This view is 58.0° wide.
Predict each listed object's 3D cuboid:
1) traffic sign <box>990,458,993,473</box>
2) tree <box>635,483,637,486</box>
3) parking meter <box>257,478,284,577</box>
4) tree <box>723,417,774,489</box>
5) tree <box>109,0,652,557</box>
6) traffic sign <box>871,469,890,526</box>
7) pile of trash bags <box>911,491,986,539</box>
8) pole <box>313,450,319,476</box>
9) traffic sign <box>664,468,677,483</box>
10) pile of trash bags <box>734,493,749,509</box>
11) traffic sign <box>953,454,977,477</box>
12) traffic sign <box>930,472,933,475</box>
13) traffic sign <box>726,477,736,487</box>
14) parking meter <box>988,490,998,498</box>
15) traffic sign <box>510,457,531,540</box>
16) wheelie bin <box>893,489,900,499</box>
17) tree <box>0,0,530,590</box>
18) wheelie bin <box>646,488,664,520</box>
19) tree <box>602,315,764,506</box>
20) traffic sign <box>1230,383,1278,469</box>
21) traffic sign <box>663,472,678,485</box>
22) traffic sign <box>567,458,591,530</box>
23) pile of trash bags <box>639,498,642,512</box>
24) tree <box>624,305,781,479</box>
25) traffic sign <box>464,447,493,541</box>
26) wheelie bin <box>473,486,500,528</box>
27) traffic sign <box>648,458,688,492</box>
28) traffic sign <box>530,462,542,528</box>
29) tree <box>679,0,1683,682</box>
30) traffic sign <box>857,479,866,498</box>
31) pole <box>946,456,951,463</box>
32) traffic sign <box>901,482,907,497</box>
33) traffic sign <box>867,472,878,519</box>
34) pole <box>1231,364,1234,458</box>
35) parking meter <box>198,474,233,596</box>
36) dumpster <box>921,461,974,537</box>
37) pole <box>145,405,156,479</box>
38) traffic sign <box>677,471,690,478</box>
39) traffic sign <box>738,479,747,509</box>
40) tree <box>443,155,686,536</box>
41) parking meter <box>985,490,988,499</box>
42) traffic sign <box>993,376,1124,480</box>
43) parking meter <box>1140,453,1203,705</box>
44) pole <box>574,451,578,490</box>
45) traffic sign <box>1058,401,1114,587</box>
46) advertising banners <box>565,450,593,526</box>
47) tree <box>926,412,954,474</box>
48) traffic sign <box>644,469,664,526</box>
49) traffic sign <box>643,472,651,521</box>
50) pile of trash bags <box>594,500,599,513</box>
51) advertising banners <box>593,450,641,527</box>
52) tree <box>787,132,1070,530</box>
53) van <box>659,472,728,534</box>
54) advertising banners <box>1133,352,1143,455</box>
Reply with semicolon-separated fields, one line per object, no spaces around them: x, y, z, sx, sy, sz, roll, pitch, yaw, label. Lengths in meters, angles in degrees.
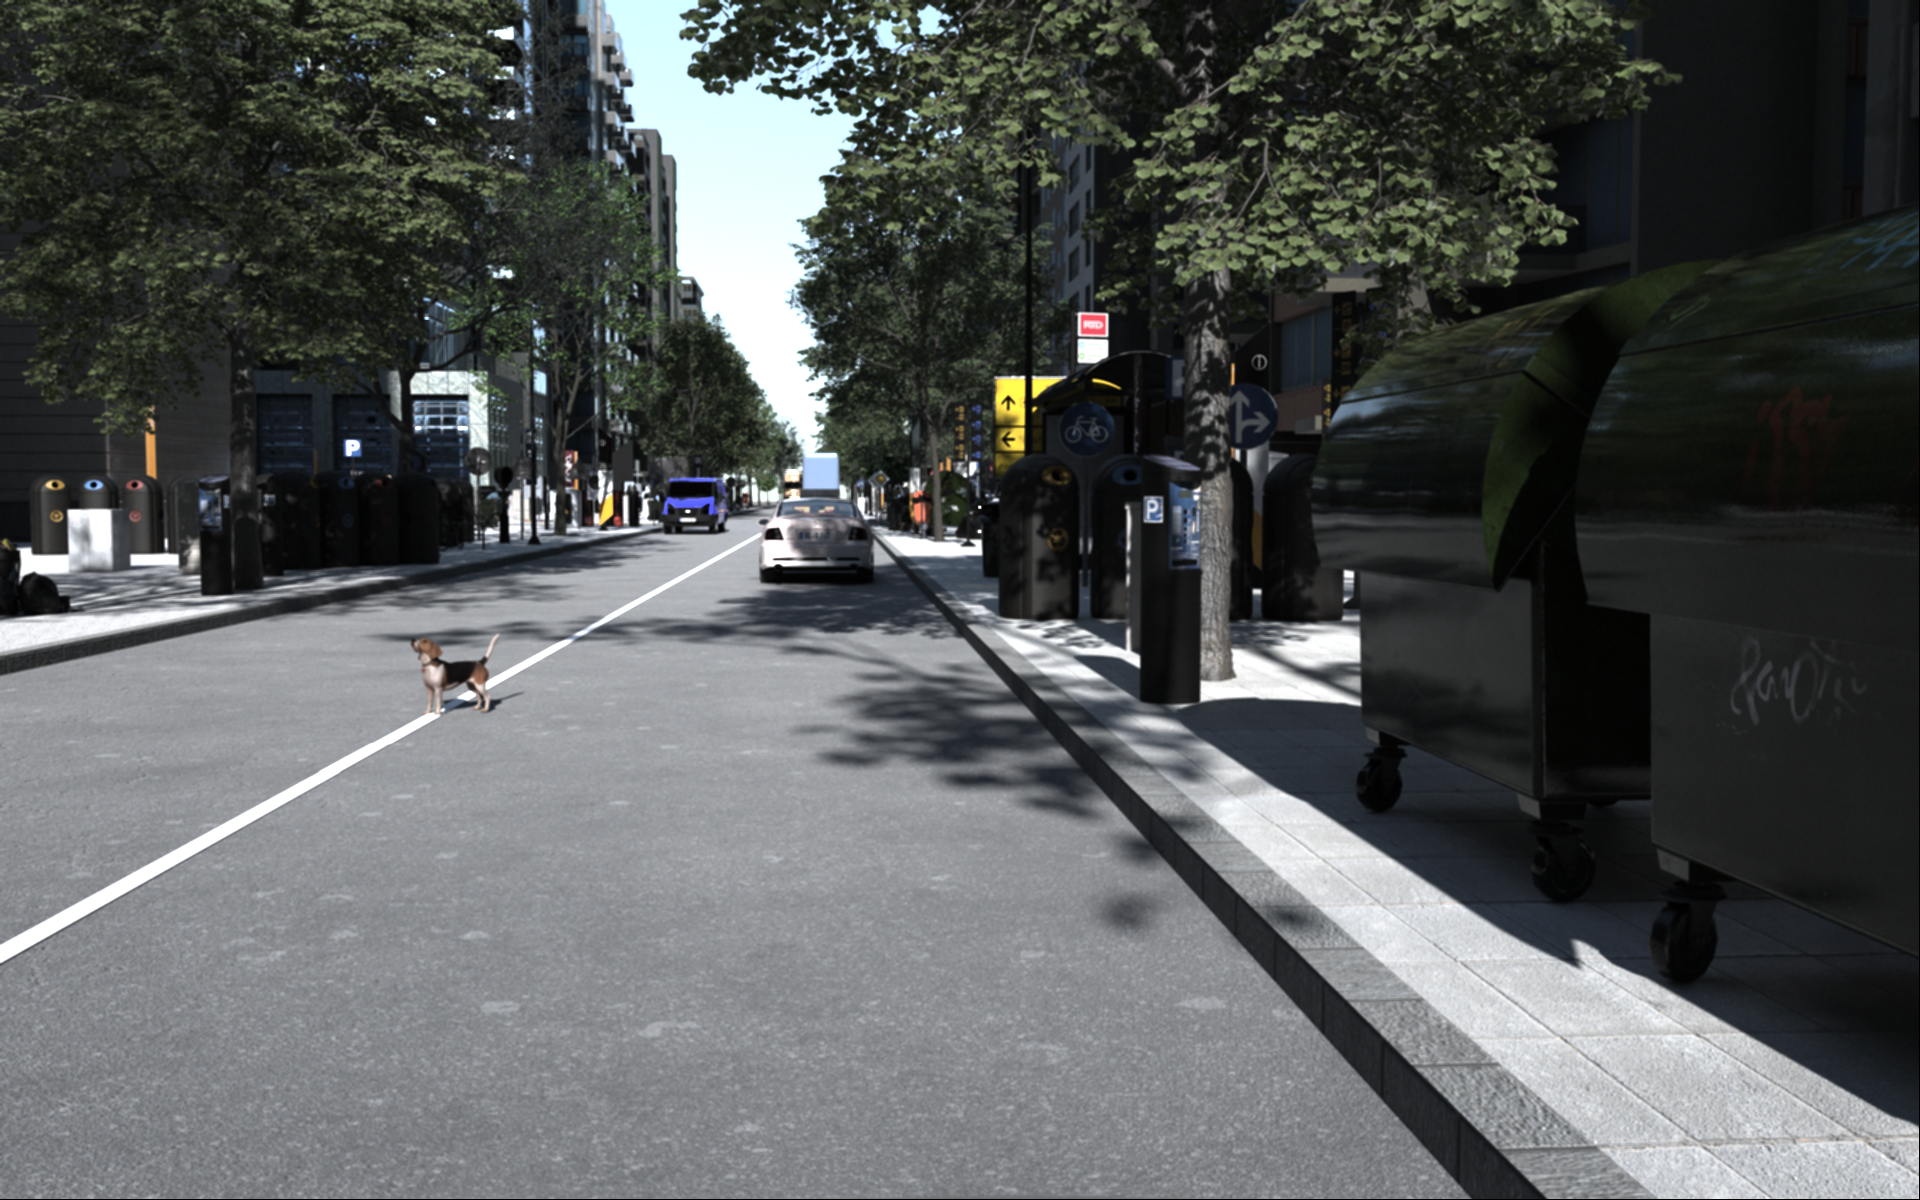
1.328;-3.343;54.772;0.768;2.556;0.104;0;4;2;traffic sign
-27.623;-9.056;142.674;1.663;3.219;1.824;0;3;0;tree
-10.759;-1.137;26.996;0.372;1.533;0.369;0;3;0;parking meter
-17.965;-11.469;137.885;4.360;8.622;3.978;0;3;0;tree
-11.289;-7.605;34.707;12.009;13.543;11.850;0;3;0;tree
-3.197;-4.043;69.751;0.795;2.450;0.064;0;4;-4;traffic sign
0.321;-2.439;49.637;3.447;1.369;1.912;0;4;0;pile of trash bags
-29.500;-5.232;79.390;0.158;3.312;0.155;0;3;0;pole
-14.387;-5.298;86.625;0.884;2.594;0.081;0;4;-4;traffic sign
-19.373;-8.547;149.488;3.447;1.369;1.912;3;5;44;pile of trash bags
0.148;-3.350;54.879;0.768;2.556;0.104;0;4;4;traffic sign
-1.137;-5.394;88.300;0.768;2.556;0.104;0;4;0;traffic sign
-17.142;-7.925;129.672;0.768;2.556;0.104;0;4;2;traffic sign
2.102;-5.796;103.168;0.372;1.533;0.369;0;3;0;parking meter
-12.208;-2.820;48.231;0.606;2.300;0.079;0;4;1;traffic sign
-4.081;-6.430;113.045;0.693;1.594;0.980;-3;5;-42;wheelie bin
-9.224;-6.415;23.018;7.486;12.596;7.792;0;3;0;tree
-14.922;-4.708;84.878;0.980;1.594;0.693;3;5;42;wheelie bin
-14.719;-9.586;91.147;8.767;10.594;7.601;0;4;-3;tree
3.262;-1.214;19.955;0.768;2.556;0.104;0;4;1;traffic sign
-12.800;-4.492;77.080;0.795;2.450;0.064;0;4;-4;traffic sign
-13.675;-3.800;62.140;0.884;2.594;0.081;0;4;3;traffic sign
-28.588;-8.520;149.048;1.912;1.369;3.447;0;4;3;pile of trash bags
-15.877;-11.535;105.612;9.611;12.733;9.660;0;3;0;tree
-13.094;-2.874;47.099;0.768;2.556;0.104;0;4;0;traffic sign
-17.897;-3.534;65.687;0.980;1.594;0.693;0;3;0;wheelie bin
-16.285;-6.285;96.628;2.265;3.308;0.079;0;4;1;traffic sign
-15.974;-3.942;64.564;0.768;2.556;0.104;0;4;1;traffic sign
1.532;-5.748;12.112;7.486;12.596;7.792;0;3;0;tree
-8.372;-8.994;147.157;0.768;2.556;0.104;0;4;-3;traffic sign
-0.541;-5.408;82.263;0.158;3.312;0.155;0;3;0;pole
-3.292;-5.834;97.508;0.606;2.300;0.079;0;4;2;traffic sign
-3.778;-4.530;77.715;0.795;2.450;0.064;0;4;-4;traffic sign
4.334;-2.037;27.152;0.158;3.312;0.155;0;3;0;pole
-9.458;-0.831;22.005;0.372;1.533;0.369;0;3;0;parking meter
-0.402;-3.040;52.193;1.502;2.255;1.985;0;4;-4;dumpster
-18.609;-2.815;39.866;0.158;3.312;0.155;0;3;0;pole
-13.717;-5.178;85.837;0.795;2.450;0.064;0;4;-4;traffic sign
-18.561;-9.021;147.604;0.768;2.556;0.104;0;4;-3;traffic sign
-12.238;-7.789;53.107;9.928;11.665;9.643;0;3;0;tree
1.808;-6.226;110.211;0.372;1.533;0.369;0;3;0;parking meter
1.696;-2.206;29.937;2.265;3.308;0.079;0;4;1;traffic sign
1.302;-0.139;10.691;0.372;1.533;0.369;0;3;0;parking meter
-18.326;-5.430;82.616;0.158;3.312;0.155;0;3;0;pole
1.737;-1.456;23.910;0.768;2.556;0.104;0;4;0;traffic sign
-14.783;-4.443;68.831;2.074;3.025;0.090;-1;4;-11;advertising banners
-1.392;-11.400;136.753;4.360;8.622;3.978;0;3;0;tree
-12.219;-4.005;69.116;0.795;2.450;0.064;0;4;-4;traffic sign
-14.514;-4.829;81.085;0.606;2.300;0.079;0;4;-3;traffic sign
-23.343;-6.437;114.997;1.912;1.369;3.447;-1;4;-19;pile of trash bags
-13.450;-4.401;68.141;2.074;3.025;0.090;2;4;23;advertising banners
-1.293;-9.461;61.346;9.857;13.997;8.962;0;3;0;tree
-9.700;-3.614;63.480;2.240;2.365;5.245;0;4;-3;van
2.155;-1.605;22.428;0.090;3.025;2.074;0;4;-4;advertising banners
